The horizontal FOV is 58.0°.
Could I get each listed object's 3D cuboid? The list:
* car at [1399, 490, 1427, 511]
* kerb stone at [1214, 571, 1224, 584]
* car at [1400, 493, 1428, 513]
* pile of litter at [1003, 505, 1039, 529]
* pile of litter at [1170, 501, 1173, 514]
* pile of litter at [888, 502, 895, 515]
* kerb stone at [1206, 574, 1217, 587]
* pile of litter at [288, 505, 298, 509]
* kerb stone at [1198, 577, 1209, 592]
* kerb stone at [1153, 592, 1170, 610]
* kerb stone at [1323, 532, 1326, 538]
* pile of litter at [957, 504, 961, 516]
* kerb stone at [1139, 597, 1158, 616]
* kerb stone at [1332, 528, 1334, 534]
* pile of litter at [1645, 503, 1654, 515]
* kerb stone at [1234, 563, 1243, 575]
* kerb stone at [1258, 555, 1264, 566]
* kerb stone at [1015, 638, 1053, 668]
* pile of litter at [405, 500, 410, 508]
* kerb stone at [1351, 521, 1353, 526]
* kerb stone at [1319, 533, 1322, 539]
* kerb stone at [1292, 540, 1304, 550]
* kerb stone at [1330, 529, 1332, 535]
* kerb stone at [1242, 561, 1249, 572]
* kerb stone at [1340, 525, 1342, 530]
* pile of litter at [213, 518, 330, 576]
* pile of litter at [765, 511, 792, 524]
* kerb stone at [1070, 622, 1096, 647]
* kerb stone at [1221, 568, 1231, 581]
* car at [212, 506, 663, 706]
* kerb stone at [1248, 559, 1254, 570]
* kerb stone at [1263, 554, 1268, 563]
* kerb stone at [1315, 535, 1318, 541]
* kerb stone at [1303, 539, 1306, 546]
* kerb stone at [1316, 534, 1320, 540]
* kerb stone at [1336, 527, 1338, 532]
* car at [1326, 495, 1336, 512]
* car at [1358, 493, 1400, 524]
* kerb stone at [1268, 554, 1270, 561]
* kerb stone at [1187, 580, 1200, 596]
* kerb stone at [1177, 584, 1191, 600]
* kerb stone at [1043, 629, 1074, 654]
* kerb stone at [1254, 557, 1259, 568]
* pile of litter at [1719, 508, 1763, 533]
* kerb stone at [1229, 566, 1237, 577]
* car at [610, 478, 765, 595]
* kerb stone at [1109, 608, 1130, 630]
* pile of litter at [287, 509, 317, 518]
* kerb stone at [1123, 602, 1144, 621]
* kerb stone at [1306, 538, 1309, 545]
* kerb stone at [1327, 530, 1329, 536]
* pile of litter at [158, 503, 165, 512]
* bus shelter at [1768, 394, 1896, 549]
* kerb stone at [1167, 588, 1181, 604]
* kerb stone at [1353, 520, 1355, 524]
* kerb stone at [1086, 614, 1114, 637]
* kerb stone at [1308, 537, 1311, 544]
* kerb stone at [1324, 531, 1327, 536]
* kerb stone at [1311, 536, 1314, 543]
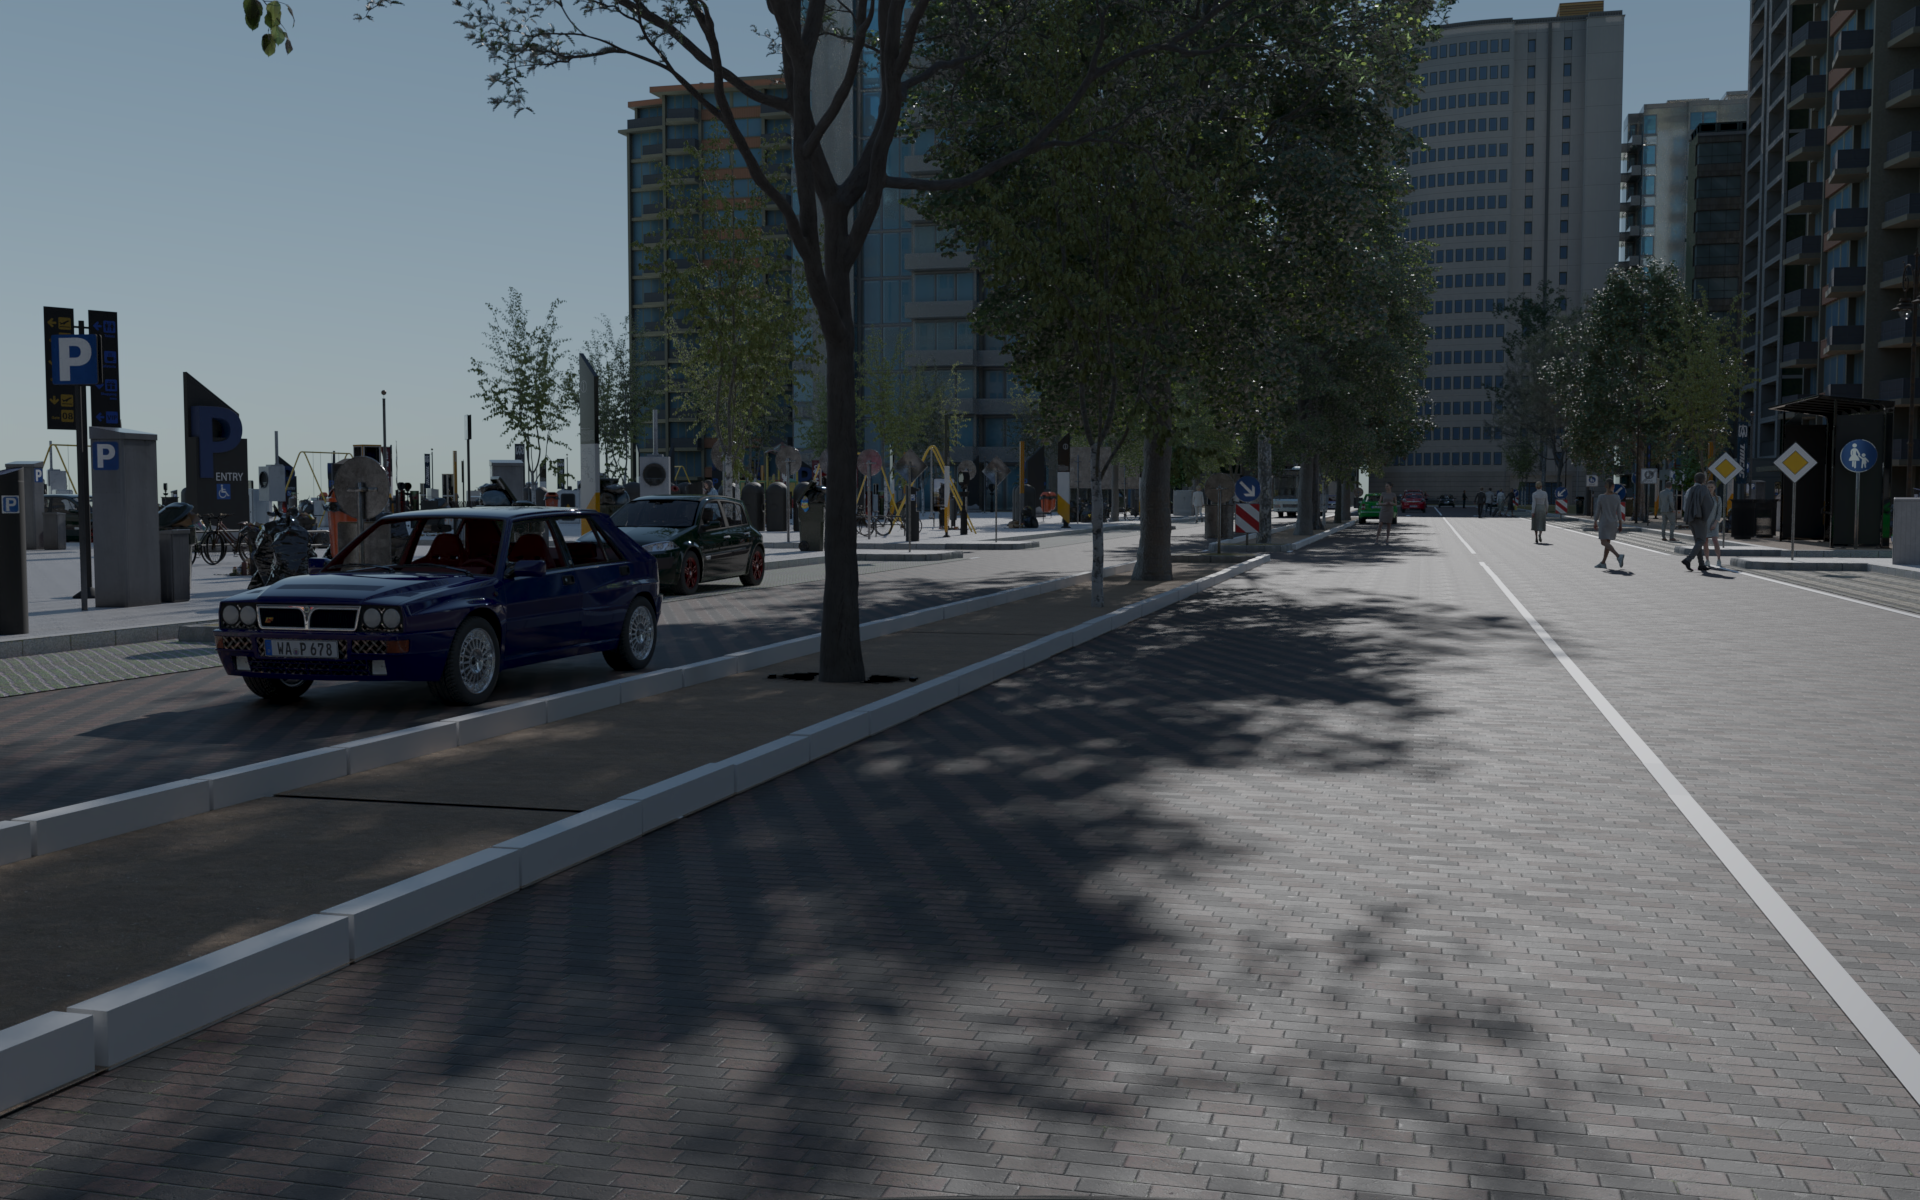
[{"bbox_3d":[38.716,-8.521,147.991,2.281,1.827,5.304,1,4,13],"label":"car"},{"bbox_3d":[4.050,-0.325,27.568,0.120,0.150,1.000,1,4,15],"label":"kerb stone"},{"bbox_3d":[35.039,-7.624,133.687,2.155,1.783,4.494,1,4,15],"label":"car"},{"bbox_3d":[2.269,-3.120,64.985,1.719,0.858,1.176,-3,4,-39],"label":"pile of litter"},{"bbox_3d":[13.612,-5.991,111.913,1.719,0.858,1.176,2,4,32],"label":"pile of litter"},{"bbox_3d":[-3.948,-5.519,104.194,1.176,0.858,1.719,-3,5,-43],"label":"pile of litter"},{"bbox_3d":[3.781,-0.265,26.582,0.120,0.150,1.000,1,4,15],"label":"kerb stone"},{"bbox_3d":[-26.598,-3.327,68.354,1.176,0.858,1.719,-1,4,-10],"label":"pile of litter"},{"bbox_3d":[3.523,-0.208,25.593,0.120,0.150,1.000,1,4,15],"label":"kerb stone"},{"bbox_3d":[2.458,0.037,21.626,0.120,0.150,1.000,1,4,15],"label":"kerb stone"},{"bbox_3d":[11.606,-2.055,55.798,0.120,0.150,1.000,1,4,15],"label":"kerb stone"},{"bbox_3d":[-0.084,-5.518,104.183,1.176,0.858,1.719,3,4,36],"label":"pile of litter"},{"bbox_3d":[2.193,0.095,20.637,0.120,0.150,1.000,1,4,15],"label":"kerb stone"},{"bbox_3d":[12.929,-2.358,60.755,0.120,0.150,1.000,1,4,15],"label":"kerb stone"},{"bbox_3d":[42.523,-5.698,107.132,1.176,0.858,1.719,3,4,37],"label":"pile of litter"},{"bbox_3d":[4.835,-0.510,30.538,0.120,0.150,1.000,1,4,15],"label":"kerb stone"},{"bbox_3d":[5.909,-0.749,34.498,0.120,0.150,1.000,1,4,15],"label":"kerb stone"},{"bbox_3d":[0.603,0.459,14.693,0.120,0.150,1.000,1,4,15],"label":"kerb stone"},{"bbox_3d":[-41.126,-6.987,128.207,1.719,0.858,1.176,-3,5,-42],"label":"pile of litter"},{"bbox_3d":[17.179,-3.329,76.629,0.120,0.150,1.000,1,4,15],"label":"kerb stone"},{"bbox_3d":[11.067,-1.928,53.826,0.120,0.150,1.000,1,4,15],"label":"kerb stone"},{"bbox_3d":[8.953,-1.451,45.912,0.120,0.150,1.000,1,4,15],"label":"kerb stone"},{"bbox_3d":[12.660,-2.297,59.766,0.120,0.150,1.000,1,4,15],"label":"kerb stone"},{"bbox_3d":[5.101,-0.571,31.530,0.120,0.150,1.000,1,4,15],"label":"kerb stone"},{"bbox_3d":[14.511,-2.716,66.700,0.120,0.150,1.000,1,4,15],"label":"kerb stone"},{"bbox_3d":[-10.967,-0.825,27.458,1.719,0.858,1.176,2,4,25],"label":"pile of litter"},{"bbox_3d":[-7.959,-3.666,73.911,1.719,0.858,1.176,-1,4,-13],"label":"pile of litter"},{"bbox_3d":[1.135,0.344,16.682,0.120,0.150,1.000,1,4,15],"label":"kerb stone"},{"bbox_3d":[4.315,-0.381,28.556,0.120,0.150,1.000,1,4,15],"label":"kerb stone"},{"bbox_3d":[-3.763,-0.032,13.111,1.945,1.354,3.894,1,4,16],"label":"car"},{"bbox_3d":[5.372,-0.632,32.521,0.120,0.150,1.000,1,4,15],"label":"kerb stone"},{"bbox_3d":[6.160,-0.811,35.491,0.120,0.150,1.000,1,4,15],"label":"kerb stone"},{"bbox_3d":[10.543,-1.813,51.838,0.120,0.150,1.000,1,4,15],"label":"kerb stone"},{"bbox_3d":[9.212,-1.505,46.902,0.120,0.150,1.000,1,4,15],"label":"kerb stone"},{"bbox_3d":[10.803,-1.872,52.833,0.120,0.150,1.000,1,4,15],"label":"kerb stone"},{"bbox_3d":[13.718,-2.540,63.731,0.120,0.150,1.000,1,4,15],"label":"kerb stone"},{"bbox_3d":[29.082,-7.471,134.729,1.945,1.354,3.894,1,4,16],"label":"car"},{"bbox_3d":[20.371,-4.618,84.295,1.959,1.807,4.718,1,4,15],"label":"car"},{"bbox_3d":[6.430,-0.869,36.488,0.120,0.150,1.000,1,4,15],"label":"kerb stone"},{"bbox_3d":[3.248,-0.147,24.602,0.120,0.150,1.000,1,4,15],"label":"kerb stone"},{"bbox_3d":[2.991,-0.086,23.604,0.120,0.150,1.000,1,4,15],"label":"kerb stone"},{"bbox_3d":[0.857,0.398,15.695,0.120,0.150,1.000,1,4,15],"label":"kerb stone"},{"bbox_3d":[5.638,-0.692,33.512,0.120,0.150,1.000,1,4,15],"label":"kerb stone"},{"bbox_3d":[25.845,-2.649,57.283,1.719,0.858,1.176,-1,4,-12],"label":"pile of litter"},{"bbox_3d":[4.572,-0.448,29.545,0.120,0.150,1.000,1,4,15],"label":"kerb stone"},{"bbox_3d":[-4.292,-0.977,25.764,2.009,1.686,4.222,1,4,15],"label":"car"},{"bbox_3d":[1.666,0.219,18.658,0.120,0.150,1.000,1,4,15],"label":"kerb stone"},{"bbox_3d":[-15.443,-1.656,41.041,1.719,0.858,1.176,0,4,5],"label":"pile of litter"},{"bbox_3d":[1.918,0.156,19.651,0.120,0.150,1.000,1,4,15],"label":"kerb stone"},{"bbox_3d":[9.479,-1.572,47.890,0.120,0.150,1.000,1,4,15],"label":"kerb stone"},{"bbox_3d":[12.128,-2.175,57.788,0.120,0.150,1.000,1,4,15],"label":"kerb stone"},{"bbox_3d":[-37.115,-4.093,80.880,1.176,0.858,1.719,-3,5,-42],"label":"pile of litter"},{"bbox_3d":[21.860,-3.204,43.676,1.731,3.624,6.357,1,4,15],"label":"bus shelter"},{"bbox_3d":[2.720,-0.021,22.614,0.120,0.150,1.000,1,4,15],"label":"kerb stone"},{"bbox_3d":[17.709,-3.450,78.604,0.120,0.150,1.000,1,4,15],"label":"kerb stone"},{"bbox_3d":[1.397,0.277,17.672,0.120,0.150,1.000,1,4,15],"label":"kerb stone"},{"bbox_3d":[9.737,-1.632,48.879,0.120,0.150,1.000,1,4,15],"label":"kerb stone"},{"bbox_3d":[11.863,-2.112,56.796,0.120,0.150,1.000,1,4,15],"label":"kerb stone"},{"bbox_3d":[10.016,-1.692,49.863,0.120,0.150,1.000,1,4,15],"label":"kerb stone"}]
